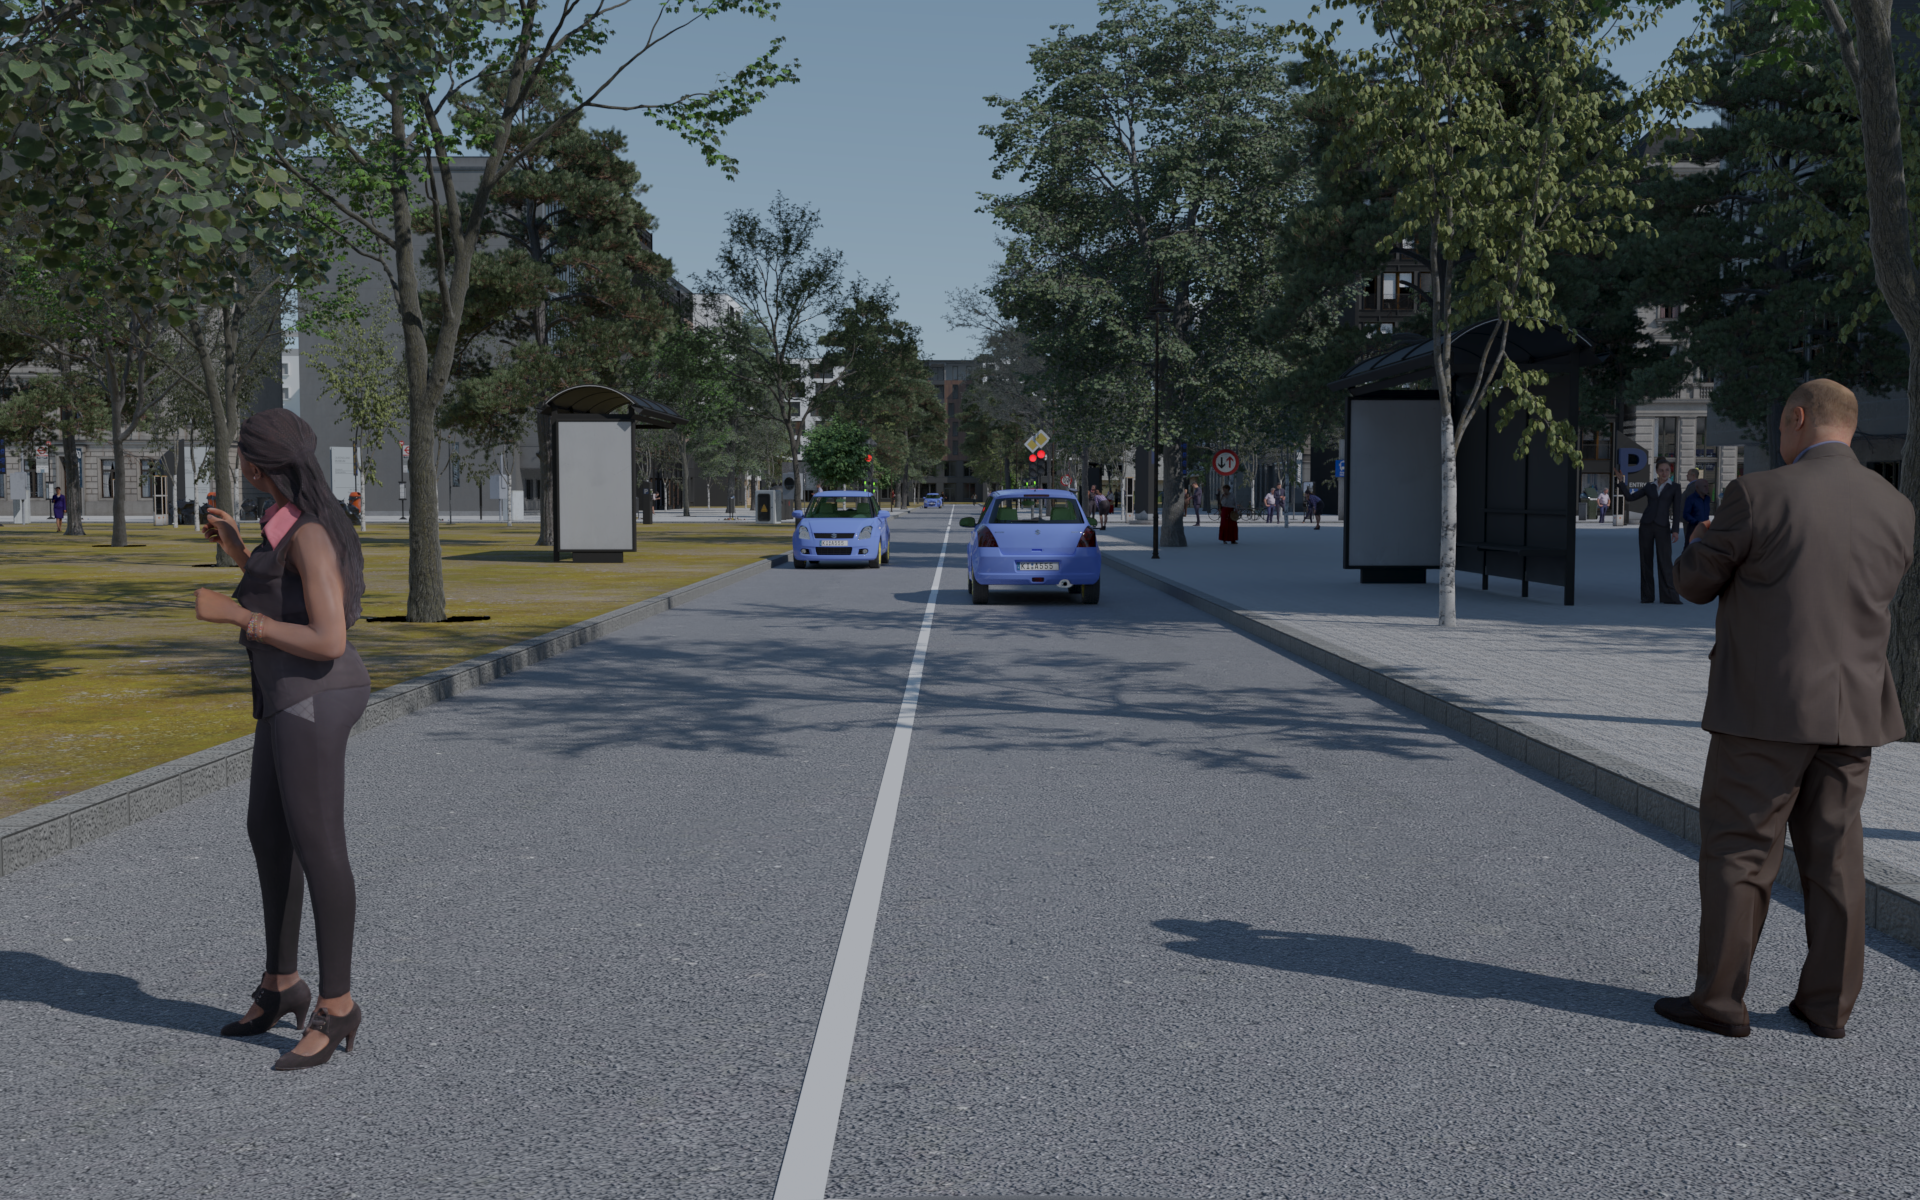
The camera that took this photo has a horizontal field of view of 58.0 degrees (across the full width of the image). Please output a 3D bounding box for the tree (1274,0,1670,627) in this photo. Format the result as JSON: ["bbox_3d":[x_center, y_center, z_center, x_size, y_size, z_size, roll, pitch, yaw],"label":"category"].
[{"bbox_3d":[4.893,-4.038,16.385,4.737,8.622,4.395,0,3,0],"label":"tree"}]

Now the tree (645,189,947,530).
[{"bbox_3d":[-4.893,-7.222,52.487,8.767,10.594,7.601,-1,4,-11],"label":"tree"}]

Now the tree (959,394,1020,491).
[{"bbox_3d":[3.790,-15.885,177.844,7.486,12.596,7.792,0,3,0],"label":"tree"}]

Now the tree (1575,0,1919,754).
[{"bbox_3d":[4.890,-5.068,8.621,9.928,11.665,9.643,0,3,0],"label":"tree"}]

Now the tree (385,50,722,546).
[{"bbox_3d":[-10.221,-7.368,42.517,6.751,12.117,7.091,0,3,0],"label":"tree"}]

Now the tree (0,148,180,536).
[{"bbox_3d":[-27.452,-8.023,53.232,6.751,12.117,7.091,0,3,0],"label":"tree"}]

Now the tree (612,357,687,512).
[{"bbox_3d":[-16.716,-8.603,91.019,4.360,8.622,3.978,0,3,0],"label":"tree"}]

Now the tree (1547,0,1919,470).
[{"bbox_3d":[17.210,-6.984,36.244,6.751,12.117,7.091,0,3,0],"label":"tree"}]

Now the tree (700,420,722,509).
[{"bbox_3d":[-20.908,-11.859,144.254,4.360,8.622,3.978,0,3,0],"label":"tree"}]

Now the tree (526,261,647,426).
[{"bbox_3d":[-12.264,-7.793,61.825,7.601,10.594,8.767,-1,4,-9],"label":"tree"}]

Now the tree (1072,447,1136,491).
[{"bbox_3d":[13.059,-13.233,150.771,8.767,10.594,7.601,-2,4,-27],"label":"tree"}]

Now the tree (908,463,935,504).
[{"bbox_3d":[-5.506,-16.172,214.781,4.360,8.622,3.978,0,3,0],"label":"tree"}]

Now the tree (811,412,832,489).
[{"bbox_3d":[-12.362,-12.400,153.106,4.360,8.622,3.978,0,3,0],"label":"tree"}]

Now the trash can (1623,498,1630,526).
[{"bbox_3d":[26.845,-3.587,70.301,0.748,1.137,0.748,0,3,0],"label":"trash can"}]

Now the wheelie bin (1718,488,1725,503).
[{"bbox_3d":[37.382,-4.671,84.281,0.980,1.594,0.693,0,4,3],"label":"wheelie bin"}]

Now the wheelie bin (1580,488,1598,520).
[{"bbox_3d":[31.556,-4.833,86.922,0.980,1.594,0.693,-1,4,-19],"label":"wheelie bin"}]

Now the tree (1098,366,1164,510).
[{"bbox_3d":[14.606,-14.222,139.949,7.806,13.903,7.818,0,3,0],"label":"tree"}]

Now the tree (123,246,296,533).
[{"bbox_3d":[-21.160,-6.086,49.864,4.360,8.622,3.978,0,3,0],"label":"tree"}]

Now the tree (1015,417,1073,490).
[{"bbox_3d":[7.011,-10.165,116.564,4.737,8.622,4.395,0,3,0],"label":"tree"}]

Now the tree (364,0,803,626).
[{"bbox_3d":[-5.280,-5.597,17.259,9.928,11.665,9.643,0,3,0],"label":"tree"}]

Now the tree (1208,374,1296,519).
[{"bbox_3d":[14.873,-8.495,89.253,4.360,8.622,3.978,0,3,0],"label":"tree"}]

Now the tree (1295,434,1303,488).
[{"bbox_3d":[17.672,-8.889,95.693,4.360,8.622,3.978,0,3,0],"label":"tree"}]

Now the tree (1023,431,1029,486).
[{"bbox_3d":[6.776,-9.585,107.069,4.360,8.622,3.978,0,3,0],"label":"tree"}]

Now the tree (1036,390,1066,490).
[{"bbox_3d":[6.279,-8.573,90.531,4.360,8.622,3.978,0,3,0],"label":"tree"}]

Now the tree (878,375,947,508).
[{"bbox_3d":[-5.825,-15.642,162.408,9.857,13.997,8.962,0,3,0],"label":"tree"}]

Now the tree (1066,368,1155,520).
[{"bbox_3d":[7.831,-8.283,85.793,4.360,8.622,3.978,0,3,0],"label":"tree"}]

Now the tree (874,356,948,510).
[{"bbox_3d":[-4.362,-14.342,141.919,7.806,13.903,7.818,0,3,0],"label":"tree"}]

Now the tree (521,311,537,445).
[{"bbox_3d":[-18.167,-7.287,69.507,4.360,8.622,3.978,0,3,0],"label":"tree"}]

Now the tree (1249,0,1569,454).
[{"bbox_3d":[8.651,-6.658,30.922,6.751,12.117,7.091,0,3,0],"label":"tree"}]

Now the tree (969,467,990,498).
[{"bbox_3d":[3.513,-17.016,228.575,4.360,8.622,3.978,0,3,0],"label":"tree"}]

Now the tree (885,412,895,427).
[{"bbox_3d":[-7.908,-11.238,134.096,4.737,8.622,4.395,0,3,0],"label":"tree"}]

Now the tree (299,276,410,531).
[{"bbox_3d":[-20.400,-6.686,59.672,4.737,8.622,4.395,0,3,0],"label":"tree"}]

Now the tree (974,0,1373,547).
[{"bbox_3d":[5.099,-8.270,41.866,9.857,13.997,8.962,0,3,0],"label":"tree"}]

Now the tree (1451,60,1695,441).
[{"bbox_3d":[17.103,-8.665,49.095,7.806,13.903,7.818,0,3,0],"label":"tree"}]

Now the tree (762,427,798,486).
[{"bbox_3d":[-15.167,-11.830,143.783,4.737,8.622,4.395,0,3,0],"label":"tree"}]

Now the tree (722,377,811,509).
[{"bbox_3d":[-11.950,-9.557,106.621,4.360,8.622,3.978,0,3,0],"label":"tree"}]

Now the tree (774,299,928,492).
[{"bbox_3d":[-5.205,-10.507,93.842,6.751,12.117,7.091,0,3,0],"label":"tree"}]

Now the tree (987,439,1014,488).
[{"bbox_3d":[4.311,-13.253,167.040,4.737,8.622,4.395,0,3,0],"label":"tree"}]

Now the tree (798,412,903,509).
[{"bbox_3d":[-4.886,-5.234,69.283,4.285,4.588,4.351,0,3,0],"label":"tree"}]

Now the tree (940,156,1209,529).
[{"bbox_3d":[4.476,-9.334,62.974,12.009,13.543,11.850,0,3,0],"label":"tree"}]

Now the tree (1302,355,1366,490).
[{"bbox_3d":[20.400,-8.528,89.798,4.360,8.622,3.978,0,3,0],"label":"tree"}]

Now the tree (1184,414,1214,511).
[{"bbox_3d":[18.510,-12.710,129.869,6.751,12.117,7.091,0,3,0],"label":"tree"}]

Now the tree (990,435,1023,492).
[{"bbox_3d":[4.650,-11.456,137.669,4.360,8.622,3.978,0,3,0],"label":"tree"}]

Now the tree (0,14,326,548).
[{"bbox_3d":[-20.278,-8.033,41.715,12.009,13.543,11.850,0,3,0],"label":"tree"}]

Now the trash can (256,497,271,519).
[{"bbox_3d":[-35.353,-4.667,87.953,0.748,1.137,0.748,0,3,0],"label":"trash can"}]

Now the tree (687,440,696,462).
[{"bbox_3d":[-21.340,-10.711,125.480,4.360,8.622,3.978,0,3,0],"label":"tree"}]

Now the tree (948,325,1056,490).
[{"bbox_3d":[3.388,-13.361,125.877,7.806,13.903,7.818,0,3,0],"label":"tree"}]

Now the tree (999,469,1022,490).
[{"bbox_3d":[3.990,-8.425,132.349,1.663,3.219,1.824,0,3,0],"label":"tree"}]

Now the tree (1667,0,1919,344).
[{"bbox_3d":[10.115,-4.091,17.248,4.737,8.622,4.395,0,3,0],"label":"tree"}]

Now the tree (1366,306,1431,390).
[{"bbox_3d":[18.121,-7.049,65.619,4.360,8.622,3.978,0,3,0],"label":"tree"}]

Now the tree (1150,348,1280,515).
[{"bbox_3d":[16.838,-11.134,116.454,8.767,10.594,7.601,1,4,12],"label":"tree"}]

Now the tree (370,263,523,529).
[{"bbox_3d":[-16.181,-6.307,53.476,4.360,8.622,3.978,0,3,0],"label":"tree"}]

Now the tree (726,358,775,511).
[{"bbox_3d":[-15.957,-12.936,133.552,6.751,12.117,7.091,0,3,0],"label":"tree"}]

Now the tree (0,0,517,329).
[{"bbox_3d":[-5.130,-6.177,7.656,9.857,13.997,8.962,0,3,0],"label":"tree"}]
